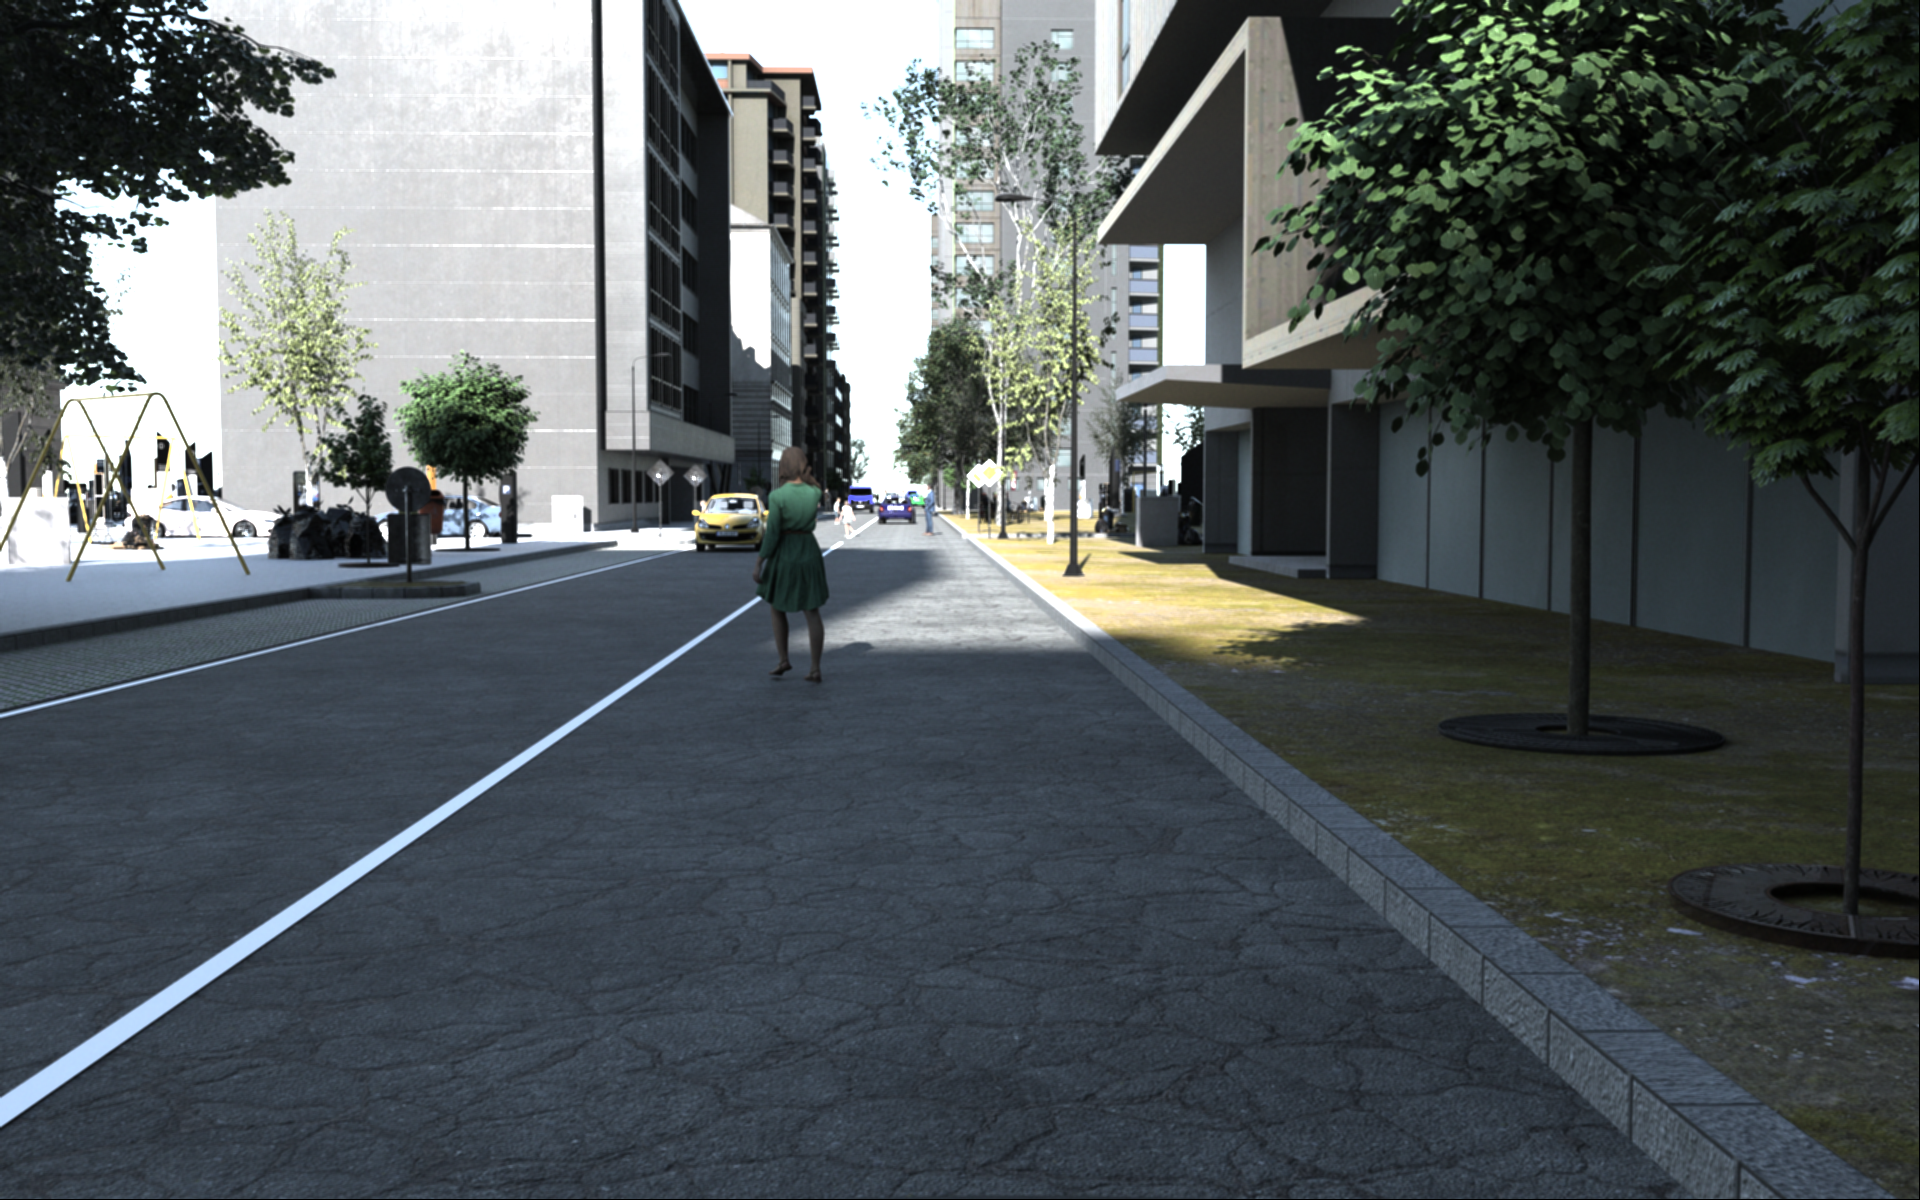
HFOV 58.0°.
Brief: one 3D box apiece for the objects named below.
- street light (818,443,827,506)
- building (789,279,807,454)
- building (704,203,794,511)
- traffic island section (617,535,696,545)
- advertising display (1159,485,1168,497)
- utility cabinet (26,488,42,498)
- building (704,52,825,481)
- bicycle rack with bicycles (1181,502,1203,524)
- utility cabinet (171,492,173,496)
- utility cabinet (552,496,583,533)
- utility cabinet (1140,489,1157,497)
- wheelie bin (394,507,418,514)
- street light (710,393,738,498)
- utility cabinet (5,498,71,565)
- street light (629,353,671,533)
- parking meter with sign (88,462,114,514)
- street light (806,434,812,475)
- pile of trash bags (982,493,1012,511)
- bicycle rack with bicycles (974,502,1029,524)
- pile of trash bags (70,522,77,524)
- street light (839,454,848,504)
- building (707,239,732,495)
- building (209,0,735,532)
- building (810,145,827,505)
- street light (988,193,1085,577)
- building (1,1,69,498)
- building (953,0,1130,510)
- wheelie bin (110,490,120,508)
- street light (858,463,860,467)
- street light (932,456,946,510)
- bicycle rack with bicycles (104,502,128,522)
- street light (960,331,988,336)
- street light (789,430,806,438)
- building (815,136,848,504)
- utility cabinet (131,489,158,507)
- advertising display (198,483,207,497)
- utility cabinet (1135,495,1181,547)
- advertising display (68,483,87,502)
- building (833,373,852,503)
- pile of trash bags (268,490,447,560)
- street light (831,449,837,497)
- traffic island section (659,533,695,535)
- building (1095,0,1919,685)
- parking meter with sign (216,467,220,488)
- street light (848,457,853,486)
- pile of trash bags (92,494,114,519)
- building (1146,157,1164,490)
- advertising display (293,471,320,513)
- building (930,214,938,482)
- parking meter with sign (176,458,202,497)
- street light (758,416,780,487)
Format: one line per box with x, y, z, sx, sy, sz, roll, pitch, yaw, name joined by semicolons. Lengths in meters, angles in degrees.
-12.898;-11.254;156.536;1.470;5.913;1.316;0;4;-2;street light
-27.695;-18.445;146.615;27.650;21.520;28.899;0;4;-2;building
-17.021;-16.576;120.171;9.793;20.994;18.267;0;4;-2;building
-8.573;-1.664;49.492;2.009;0.180;2.903;0;4;-2;traffic island section
14.724;-7.310;124.727;0.123;1.923;0.974;-2;4;-34;advertising display
-33.849;-3.308;62.769;1.173;1.500;0.318;1;4;16;utility cabinet
-25.234;-31.824;174.947;22.147;44.769;28.867;0;4;-2;building
9.477;-3.828;75.971;2.852;0.926;2.925;0;4;5;bicycle rack with bicycles
-49.991;-6.107;108.523;1.173;1.500;0.318;-3;4;-36;utility cabinet
-12.932;-2.813;57.150;0.306;1.237;1.020;3;5;42;utility cabinet
8.811;-4.418;80.912;0.318;1.500;1.173;2;4;34;utility cabinet
-15.441;-2.494;48.685;0.980;1.594;0.693;-1;4;-19;wheelie bin
-10.911;-6.555;79.715;1.470;5.913;1.316;0;4;-2;street light
-16.829;-1.252;31.624;1.020;1.237;0.306;-2;4;-32;utility cabinet
-10.224;-5.177;57.192;1.470;5.913;1.316;0;4;-2;street light
-46.737;-5.961;93.731;1.738;3.016;0.543;0;4;-7;parking meter with sign
-12.288;-9.876;134.011;1.470;5.913;1.316;0;4;-2;street light
2.410;-7.243;128.170;1.912;1.369;3.447;-2;4;-29;pile of trash bags
1.740;-3.781;75.205;2.852;0.926;2.925;1;4;18;bicycle rack with bicycles
-39.618;-3.954;74.404;3.447;1.369;1.912;-2;4;-31;pile of trash bags
-14.105;-14.020;201.775;1.470;5.913;1.316;0;4;-2;street light
-21.334;-14.011;96.540;16.820;18.784;16.811;0;4;-2;building
-18.069;-15.489;72.309;14.314;24.678;30.058;0;4;-2;building
-22.698;-31.419;197.292;14.154;41.232;14.086;0;4;-2;building
1.237;-3.326;26.924;1.470;5.913;1.316;0;4;-2;street light
-47.051;-16.825;62.482;23.554;28.519;14.401;0;4;-2;building
6.410;-28.151;143.859;14.154;41.232;14.086;0;4;-2;building
-61.715;-7.256;126.551;0.980;1.594;0.693;3;5;39;wheelie bin
-15.720;-17.697;261.886;1.470;5.913;1.316;0;4;-2;street light
-1.811;-10.287;140.733;1.470;5.913;1.316;0;4;-2;street light
-38.065;-4.038;79.403;2.852;0.926;2.925;1;4;21;bicycle rack with bicycles
0.700;-4.714;49.611;1.470;5.913;1.316;0;4;-2;street light
-12.079;-9.324;124.982;1.470;5.913;1.316;0;4;-2;street light
-27.308;-37.397;231.049;23.786;49.044;30.456;0;4;-2;building
-32.410;-3.699;69.155;1.173;1.500;0.318;0;4;-3;utility cabinet
-43.495;-5.712;98.604;0.123;1.923;0.974;2;4;34;advertising display
4.824;-1.912;42.422;1.020;1.237;0.306;-1;4;-17;utility cabinet
-50.851;-5.789;99.864;0.974;1.923;0.123;-1;4;-12;advertising display
-30.770;-25.492;261.826;27.650;21.520;28.899;0;4;-2;building
-12.146;-1.552;35.122;3.447;1.369;1.912;-2;4;-33;pile of trash bags
-13.568;-12.643;179.248;1.470;5.913;1.316;0;4;-2;street light
-8.789;-2.153;57.475;2.009;0.180;2.903;0;4;-2;traffic island section
16.670;-26.594;24.057;28.713;52.752;27.495;0;4;-2;building
-48.823;-7.079;111.999;1.738;3.016;0.543;-3;5;-40;parking meter with sign
-14.476;-14.942;216.837;1.470;5.913;1.316;0;4;-2;street light
-44.727;-4.873;89.427;1.912;1.369;3.447;-2;4;-35;pile of trash bags
8.733;-38.110;165.091;21.231;58.520;28.212;0;4;-2;building
-18.519;-2.685;49.114;0.123;1.923;0.974;1;4;18;advertising display
2.673;-34.900;254.202;14.154;41.232;14.086;0;4;-2;building
-36.880;-5.268;82.385;0.543;3.016;1.738;1;4;19;parking meter with sign
-11.332;-7.946;102.461;1.470;5.913;1.316;0;4;-2;street light
